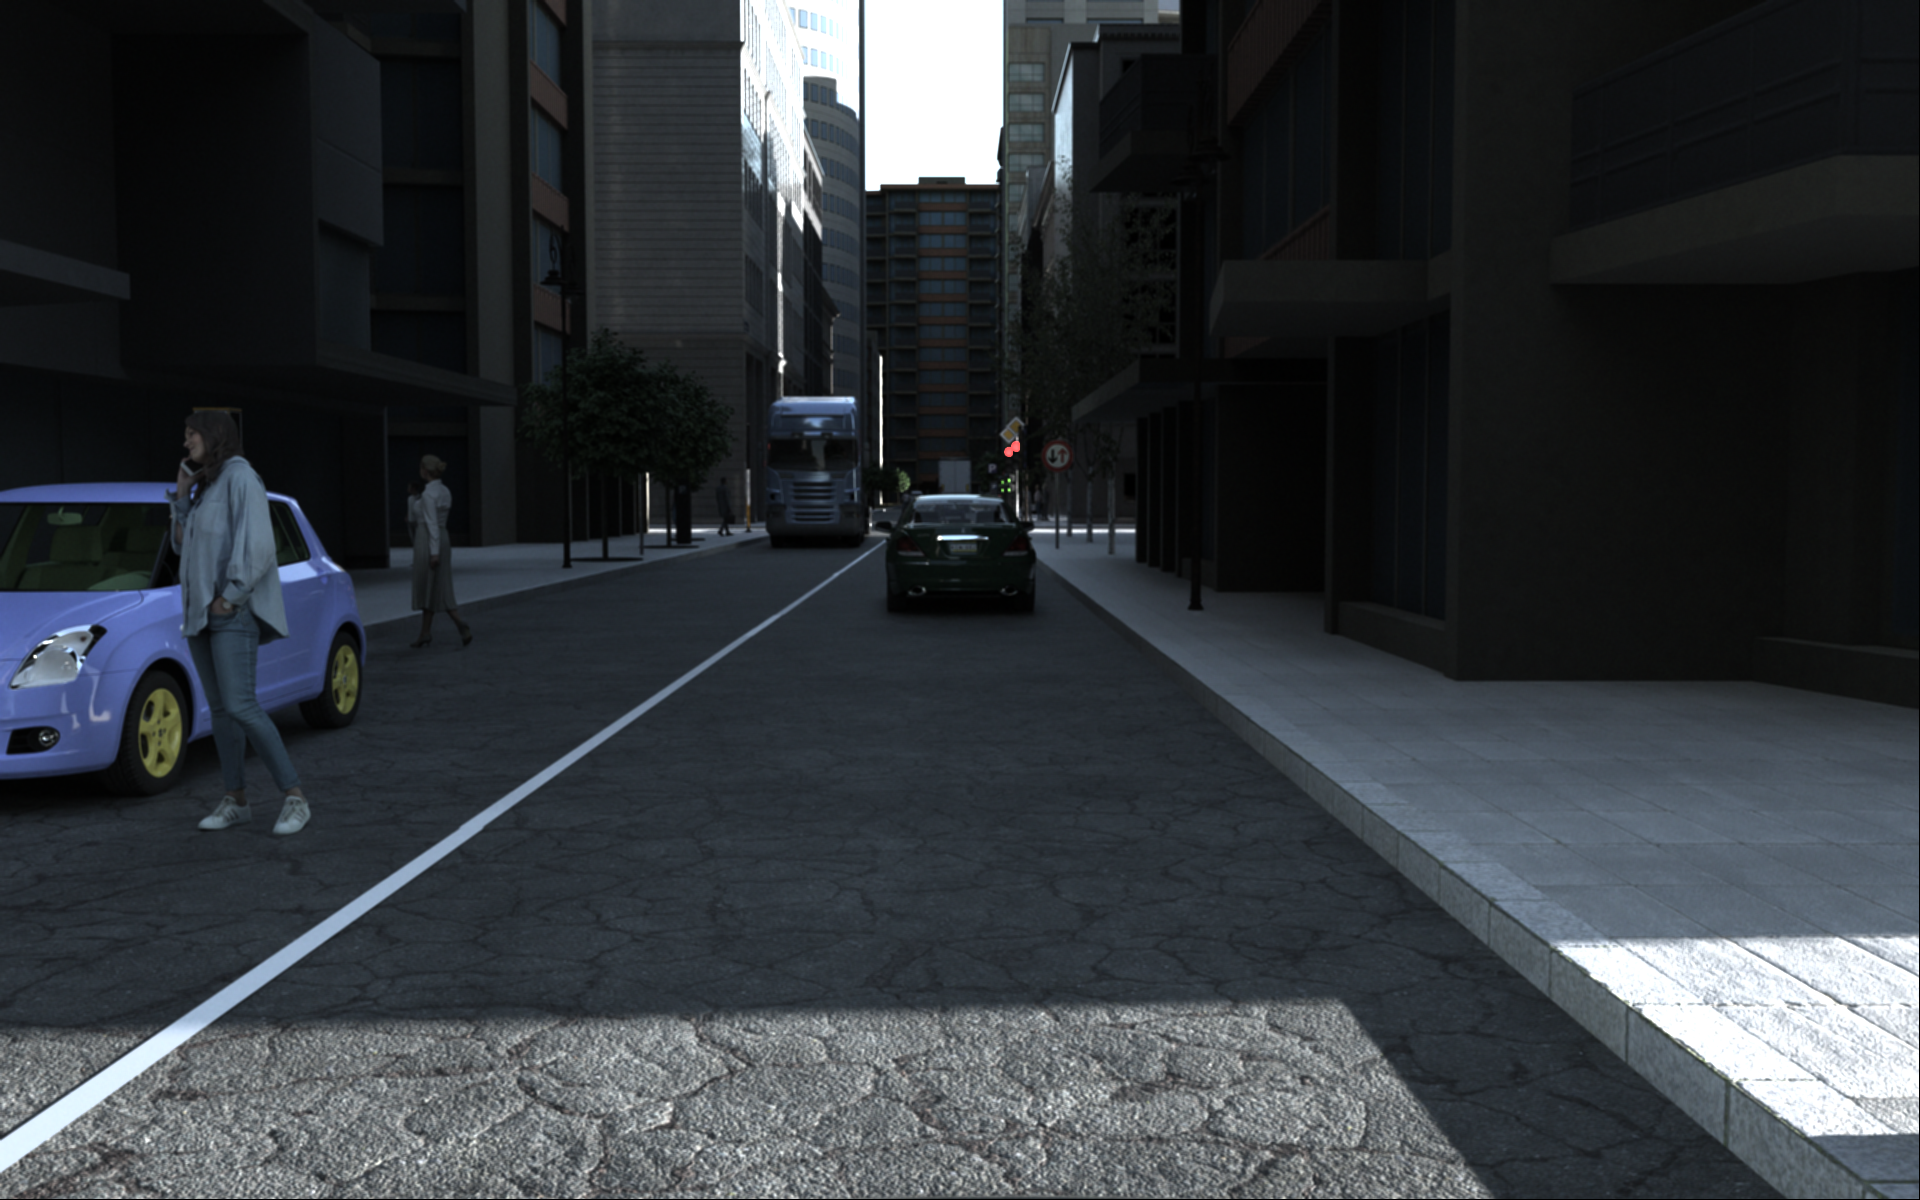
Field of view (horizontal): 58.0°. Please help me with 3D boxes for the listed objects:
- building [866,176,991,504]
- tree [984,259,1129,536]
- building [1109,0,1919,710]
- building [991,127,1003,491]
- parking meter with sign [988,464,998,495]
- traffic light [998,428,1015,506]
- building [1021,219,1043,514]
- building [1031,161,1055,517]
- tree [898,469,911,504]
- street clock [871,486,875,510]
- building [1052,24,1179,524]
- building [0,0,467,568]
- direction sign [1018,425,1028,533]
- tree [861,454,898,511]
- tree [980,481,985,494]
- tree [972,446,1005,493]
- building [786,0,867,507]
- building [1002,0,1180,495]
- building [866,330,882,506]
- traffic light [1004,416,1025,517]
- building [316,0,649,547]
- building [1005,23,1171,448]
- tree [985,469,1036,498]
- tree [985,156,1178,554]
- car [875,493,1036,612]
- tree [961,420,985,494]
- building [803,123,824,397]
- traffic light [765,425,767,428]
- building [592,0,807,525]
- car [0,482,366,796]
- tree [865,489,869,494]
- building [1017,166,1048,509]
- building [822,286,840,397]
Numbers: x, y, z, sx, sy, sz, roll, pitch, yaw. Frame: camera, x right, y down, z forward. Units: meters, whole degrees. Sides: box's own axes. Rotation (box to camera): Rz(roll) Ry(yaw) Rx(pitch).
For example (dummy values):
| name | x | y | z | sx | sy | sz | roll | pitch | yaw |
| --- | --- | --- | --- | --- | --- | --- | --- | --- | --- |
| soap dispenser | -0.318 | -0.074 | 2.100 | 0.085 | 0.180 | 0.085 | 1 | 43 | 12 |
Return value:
| name | x | y | z | sx | sy | sz | roll | pitch | yaw |
| --- | --- | --- | --- | --- | --- | --- | --- | --- | --- |
| building | -3.195 | -35.889 | 241.402 | 28.867 | 44.769 | 22.147 | 0 | 4 | 0 |
| tree | 3.156 | -6.244 | 52.453 | 4.737 | 8.622 | 4.395 | 0 | 3 | 0 |
| building | 12.985 | -22.277 | 18.856 | 22.147 | 44.769 | 28.867 | 0 | 4 | 0 |
| building | 15.340 | -33.609 | 204.135 | 22.147 | 44.769 | 28.867 | 0 | 4 | 0 |
| parking meter with sign | 1.897 | -6.236 | 98.227 | 0.543 | 3.016 | 1.738 | 0 | 4 | -3 |
| traffic light | 1.962 | -4.966 | 70.118 | 0.839 | 4.253 | 0.868 | 0 | 4 | 0 |
| building | 10.592 | -17.581 | 117.132 | 12.332 | 23.373 | 15.834 | 0 | 4 | 0 |
| building | 10.291 | -16.050 | 98.573 | 11.583 | 22.565 | 21.152 | 0 | 4 | 0 |
| tree | -8.317 | -12.369 | 185.944 | 4.285 | 4.588 | 4.351 | 0 | 3 | 0 |
| street clock | -7.069 | -8.325 | 140.680 | 0.358 | 2.002 | 0.471 | -1 | 4 | -13 |
| building | 19.606 | -15.878 | 78.676 | 30.058 | 24.678 | 14.314 | 0 | 4 | 0 |
| building | -20.912 | -26.022 | 14.705 | 28.713 | 52.752 | 27.495 | 0 | 4 | 0 |
| direction sign | 2.070 | -3.988 | 57.204 | 0.379 | 3.537 | 0.876 | -1 | 4 | -16 |
| tree | -7.518 | -9.259 | 135.097 | 4.285 | 4.588 | 4.351 | 0 | 3 | 0 |
| tree | 2.594 | -9.357 | 147.582 | 1.663 | 3.219 | 1.824 | 0 | 3 | 0 |
| tree | 2.539 | -8.091 | 115.997 | 4.285 | 4.588 | 4.351 | 0 | 3 | 0 |
| building | -19.781 | -37.693 | 158.285 | 21.231 | 58.520 | 28.212 | 0 | 4 | 0 |
| building | 14.781 | -38.729 | 175.220 | 21.231 | 58.520 | 28.212 | 0 | 4 | 0 |
| building | -24.281 | -22.044 | 205.457 | 28.899 | 21.520 | 27.650 | 0 | 4 | 0 |
| traffic light | 1.998 | -4.478 | 62.133 | 0.839 | 4.253 | 0.868 | 0 | 4 | 0 |
| building | -23.555 | -24.016 | 47.291 | 28.867 | 44.769 | 22.147 | 0 | 4 | 0 |
| building | 11.048 | -28.809 | 154.621 | 14.154 | 41.232 | 14.086 | 0 | 4 | 0 |
| tree | 2.337 | -5.029 | 76.828 | 1.663 | 3.219 | 1.824 | 0 | 3 | 0 |
| tree | 2.997 | -5.279 | 36.678 | 4.360 | 8.622 | 3.978 | 0 | 3 | 0 |
| car | -0.046 | -0.657 | 22.544 | 2.131 | 1.459 | 4.920 | 0 | 4 | -2 |
| tree | 2.020 | -13.515 | 171.332 | 4.360 | 8.622 | 3.978 | 0 | 3 | 0 |
| building | -16.794 | -19.556 | 113.254 | 14.314 | 27.812 | 24.014 | 0 | 4 | 0 |
| traffic light | -6.563 | -4.474 | 62.078 | 0.839 | 4.253 | 0.868 | 0 | 4 | 0 |
| building | -14.416 | -18.865 | 85.943 | 11.434 | 29.767 | 29.804 | 0 | 4 | 0 |
| car | -4.614 | 0.015 | 9.350 | 1.945 | 1.707 | 3.694 | 0 | 4 | 1 |
| tree | -7.948 | -9.116 | 143.648 | 1.663 | 3.219 | 1.824 | 0 | 3 | 0 |
| building | 10.829 | -19.397 | 135.165 | 12.078 | 24.808 | 19.932 | 0 | 4 | 0 |
| building | -15.202 | -16.545 | 135.136 | 10.561 | 19.102 | 19.286 | 0 | 4 | 0 |
